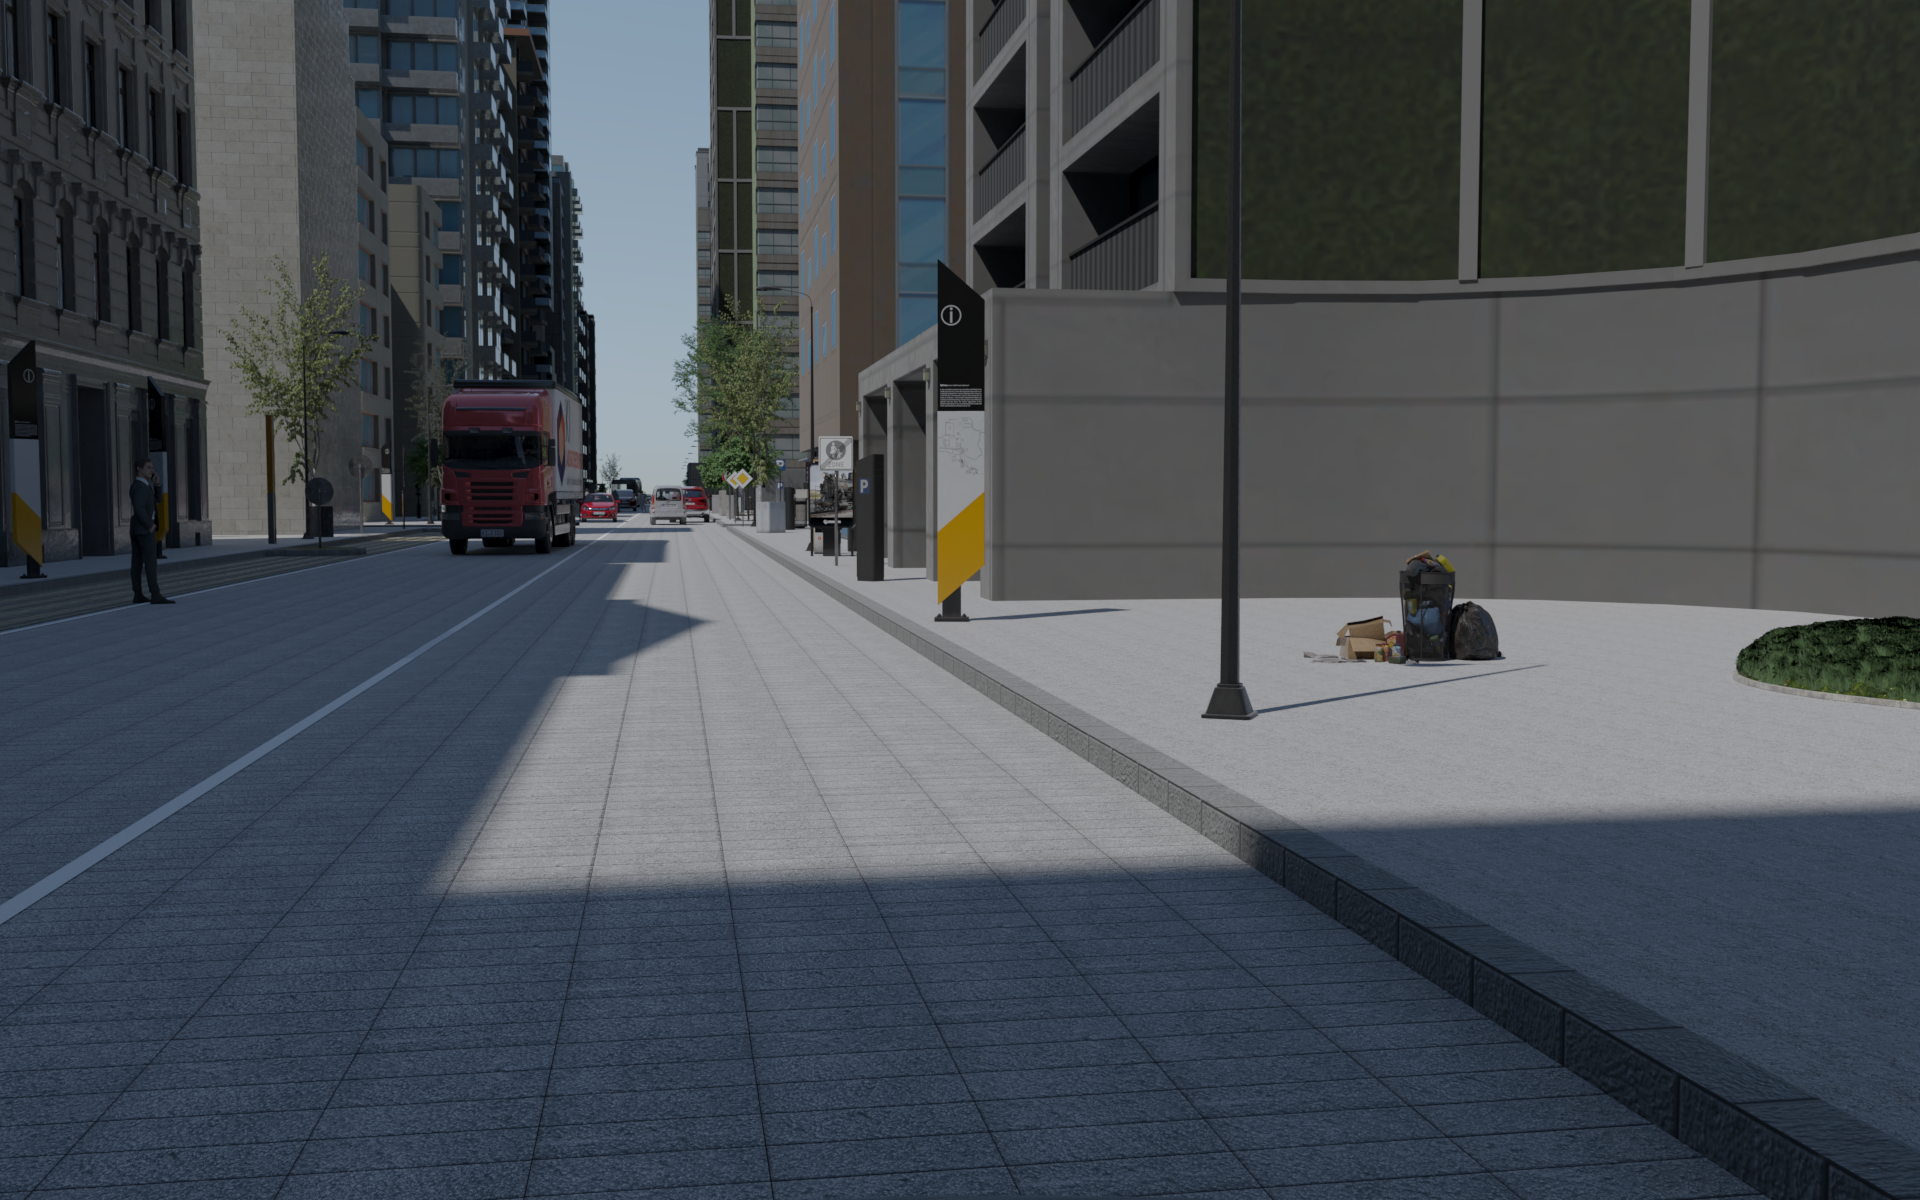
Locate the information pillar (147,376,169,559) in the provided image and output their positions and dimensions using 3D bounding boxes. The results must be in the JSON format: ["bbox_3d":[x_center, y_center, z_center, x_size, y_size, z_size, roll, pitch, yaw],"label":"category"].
[{"bbox_3d":[-15.851,-2.622,34.228,0.504,3.616,0.183,2,4,35],"label":"information pillar"}]

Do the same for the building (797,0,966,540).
[{"bbox_3d":[2.520,-24.573,51.888,14.600,45.320,14.200,-1,4,-9],"label":"building"}]

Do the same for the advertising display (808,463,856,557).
[{"bbox_3d":[-2.637,-1.859,35.615,0.974,1.923,0.123,1,4,9],"label":"advertising display"}]

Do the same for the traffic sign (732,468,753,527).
[{"bbox_3d":[-8.508,-3.927,67.848,0.795,2.450,0.064,-1,4,-9],"label":"traffic sign"}]

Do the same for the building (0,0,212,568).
[{"bbox_3d":[-22.036,-11.279,33.556,9.793,20.994,18.267,-1,4,-9],"label":"building"}]

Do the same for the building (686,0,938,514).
[{"bbox_3d":[-11.683,-42.812,138.234,20.563,71.187,20.611,-1,4,-9],"label":"building"}]

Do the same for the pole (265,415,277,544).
[{"bbox_3d":[-17.754,-3.106,44.629,0.158,3.312,0.155,0,3,0],"label":"pole"}]

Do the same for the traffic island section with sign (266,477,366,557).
[{"bbox_3d":[-15.022,-1.951,40.530,1.989,1.847,2.006,-1,4,-9],"label":"traffic island section with sign"}]

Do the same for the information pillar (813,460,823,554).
[{"bbox_3d":[-2.930,-1.988,37.001,0.304,2.012,0.304,2,4,24],"label":"information pillar"}]

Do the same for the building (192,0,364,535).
[{"bbox_3d":[-29.739,-12.411,57.674,16.860,20.320,10.420,-1,4,-9],"label":"building"}]

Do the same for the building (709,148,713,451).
[{"bbox_3d":[-19.849,-36.112,214.133,21.300,48.544,21.600,-1,4,-9],"label":"building"}]

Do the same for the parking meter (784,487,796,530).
[{"bbox_3d":[-6.070,-3.262,61.750,0.372,1.533,0.369,0,3,0],"label":"parking meter"}]

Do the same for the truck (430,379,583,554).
[{"bbox_3d":[-11.463,-3.419,44.810,2.839,4.237,11.283,0,4,-8],"label":"truck"}]

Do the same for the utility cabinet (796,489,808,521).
[{"bbox_3d":[-7.363,-4.481,81.949,0.318,1.500,1.173,-2,4,-32],"label":"utility cabinet"}]

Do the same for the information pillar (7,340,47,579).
[{"bbox_3d":[-14.125,-2.130,26.178,0.183,3.616,0.504,1,4,16],"label":"information pillar"}]

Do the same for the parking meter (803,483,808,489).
[{"bbox_3d":[-7.834,-5.033,87.997,0.255,1.863,0.399,0,4,-8],"label":"parking meter"}]

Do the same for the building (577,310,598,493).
[{"bbox_3d":[-63.454,-30.277,266.730,14.160,30.474,14.107,-1,4,-9],"label":"building"}]

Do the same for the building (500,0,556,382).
[{"bbox_3d":[-54.604,-53.536,187.992,22.319,86.520,31.000,-1,4,-9],"label":"building"}]

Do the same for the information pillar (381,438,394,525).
[{"bbox_3d":[-24.073,-4.979,72.768,0.504,3.616,0.183,2,4,24],"label":"information pillar"}]

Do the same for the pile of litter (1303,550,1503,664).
[{"bbox_3d":[3.489,0.023,13.594,1.719,0.858,1.176,0,4,-3],"label":"pile of litter"}]

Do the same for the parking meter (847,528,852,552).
[{"bbox_3d":[-2.367,-2.010,38.570,0.255,1.863,0.399,-1,4,-10],"label":"parking meter"}]

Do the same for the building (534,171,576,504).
[{"bbox_3d":[-54.898,-32.353,212.565,14.154,41.232,14.086,-1,4,-9],"label":"building"}]

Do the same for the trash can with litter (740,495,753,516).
[{"bbox_3d":[-12.761,-5.693,104.146,1.678,1.210,2.233,-3,4,-39],"label":"trash can with litter"}]

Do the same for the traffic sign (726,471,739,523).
[{"bbox_3d":[-9.824,-4.409,75.725,0.795,2.450,0.064,-1,4,-9],"label":"traffic sign"}]

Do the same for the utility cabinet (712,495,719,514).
[{"bbox_3d":[-15.839,-6.303,114.216,1.020,1.237,0.306,0,4,-7],"label":"utility cabinet"}]

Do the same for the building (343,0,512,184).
[{"bbox_3d":[-44.758,-30.998,126.430,23.786,49.044,30.456,-1,4,-9],"label":"building"}]

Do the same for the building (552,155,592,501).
[{"bbox_3d":[-64.463,-38.155,243.448,23.786,49.044,30.456,-1,4,-9],"label":"building"}]

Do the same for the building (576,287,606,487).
[{"bbox_3d":[-74.885,-36.203,283.806,32.217,40.220,23.993,-1,4,-9],"label":"building"}]

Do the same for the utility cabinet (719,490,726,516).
[{"bbox_3d":[-13.981,-5.706,101.964,0.318,1.500,1.173,-1,4,-14],"label":"utility cabinet"}]

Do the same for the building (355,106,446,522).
[{"bbox_3d":[-42.824,-14.950,89.466,27.650,21.520,28.899,-1,4,-9],"label":"building"}]

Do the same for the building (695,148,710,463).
[{"bbox_3d":[-34.148,-46.025,294.505,21.231,58.520,28.212,-1,4,-9],"label":"building"}]

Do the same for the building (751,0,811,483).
[{"bbox_3d":[-6.727,-26.344,114.323,14.154,41.232,14.086,-1,4,-9],"label":"building"}]

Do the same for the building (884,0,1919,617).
[{"bbox_3d":[9.700,-35.869,24.710,20.563,71.187,20.611,-1,4,-9],"label":"building"}]

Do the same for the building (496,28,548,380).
[{"bbox_3d":[-49.995,-30.894,159.743,22.147,44.769,28.867,-1,4,-9],"label":"building"}]

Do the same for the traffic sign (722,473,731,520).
[{"bbox_3d":[-11.424,-5.252,85.981,0.768,2.556,0.104,0,4,-5],"label":"traffic sign"}]

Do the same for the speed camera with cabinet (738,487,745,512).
[{"bbox_3d":[-15.439,-7.766,121.308,0.660,3.252,2.038,0,4,-4],"label":"speed camera with cabinet"}]

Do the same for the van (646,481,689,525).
[{"bbox_3d":[-13.749,-4.553,81.453,2.013,2.044,4.112,-1,4,-11],"label":"van"}]

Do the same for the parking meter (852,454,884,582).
[{"bbox_3d":[-1.327,-1.211,25.503,0.399,1.863,0.255,3,5,44],"label":"parking meter"}]

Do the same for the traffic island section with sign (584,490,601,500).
[{"bbox_3d":[-37.067,-10.025,172.539,1.989,1.847,2.006,-1,4,-9],"label":"traffic island section with sign"}]

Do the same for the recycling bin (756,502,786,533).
[{"bbox_3d":[-6.255,-2.737,57.297,0.722,1.027,0.722,-3,5,-43],"label":"recycling bin"}]

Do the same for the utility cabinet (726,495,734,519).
[{"bbox_3d":[-12.006,-4.849,90.445,0.306,1.237,1.020,-1,4,-13],"label":"utility cabinet"}]

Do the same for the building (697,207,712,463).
[{"bbox_3d":[-30.648,-34.599,249.287,14.154,41.232,14.086,-1,4,-9],"label":"building"}]

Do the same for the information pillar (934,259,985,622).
[{"bbox_3d":[-0.002,-1.589,17.340,0.504,3.616,0.183,0,4,3],"label":"information pillar"}]

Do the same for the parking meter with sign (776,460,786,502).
[{"bbox_3d":[-9.176,-5.644,88.537,0.543,3.016,1.738,0,4,-5],"label":"parking meter with sign"}]

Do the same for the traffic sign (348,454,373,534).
[{"bbox_3d":[-19.247,-3.397,55.641,0.768,2.556,0.104,0,4,-8],"label":"traffic sign"}]

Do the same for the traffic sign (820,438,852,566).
[{"bbox_3d":[-2.207,-1.758,30.866,0.606,2.300,0.079,0,4,-1],"label":"traffic sign"}]
